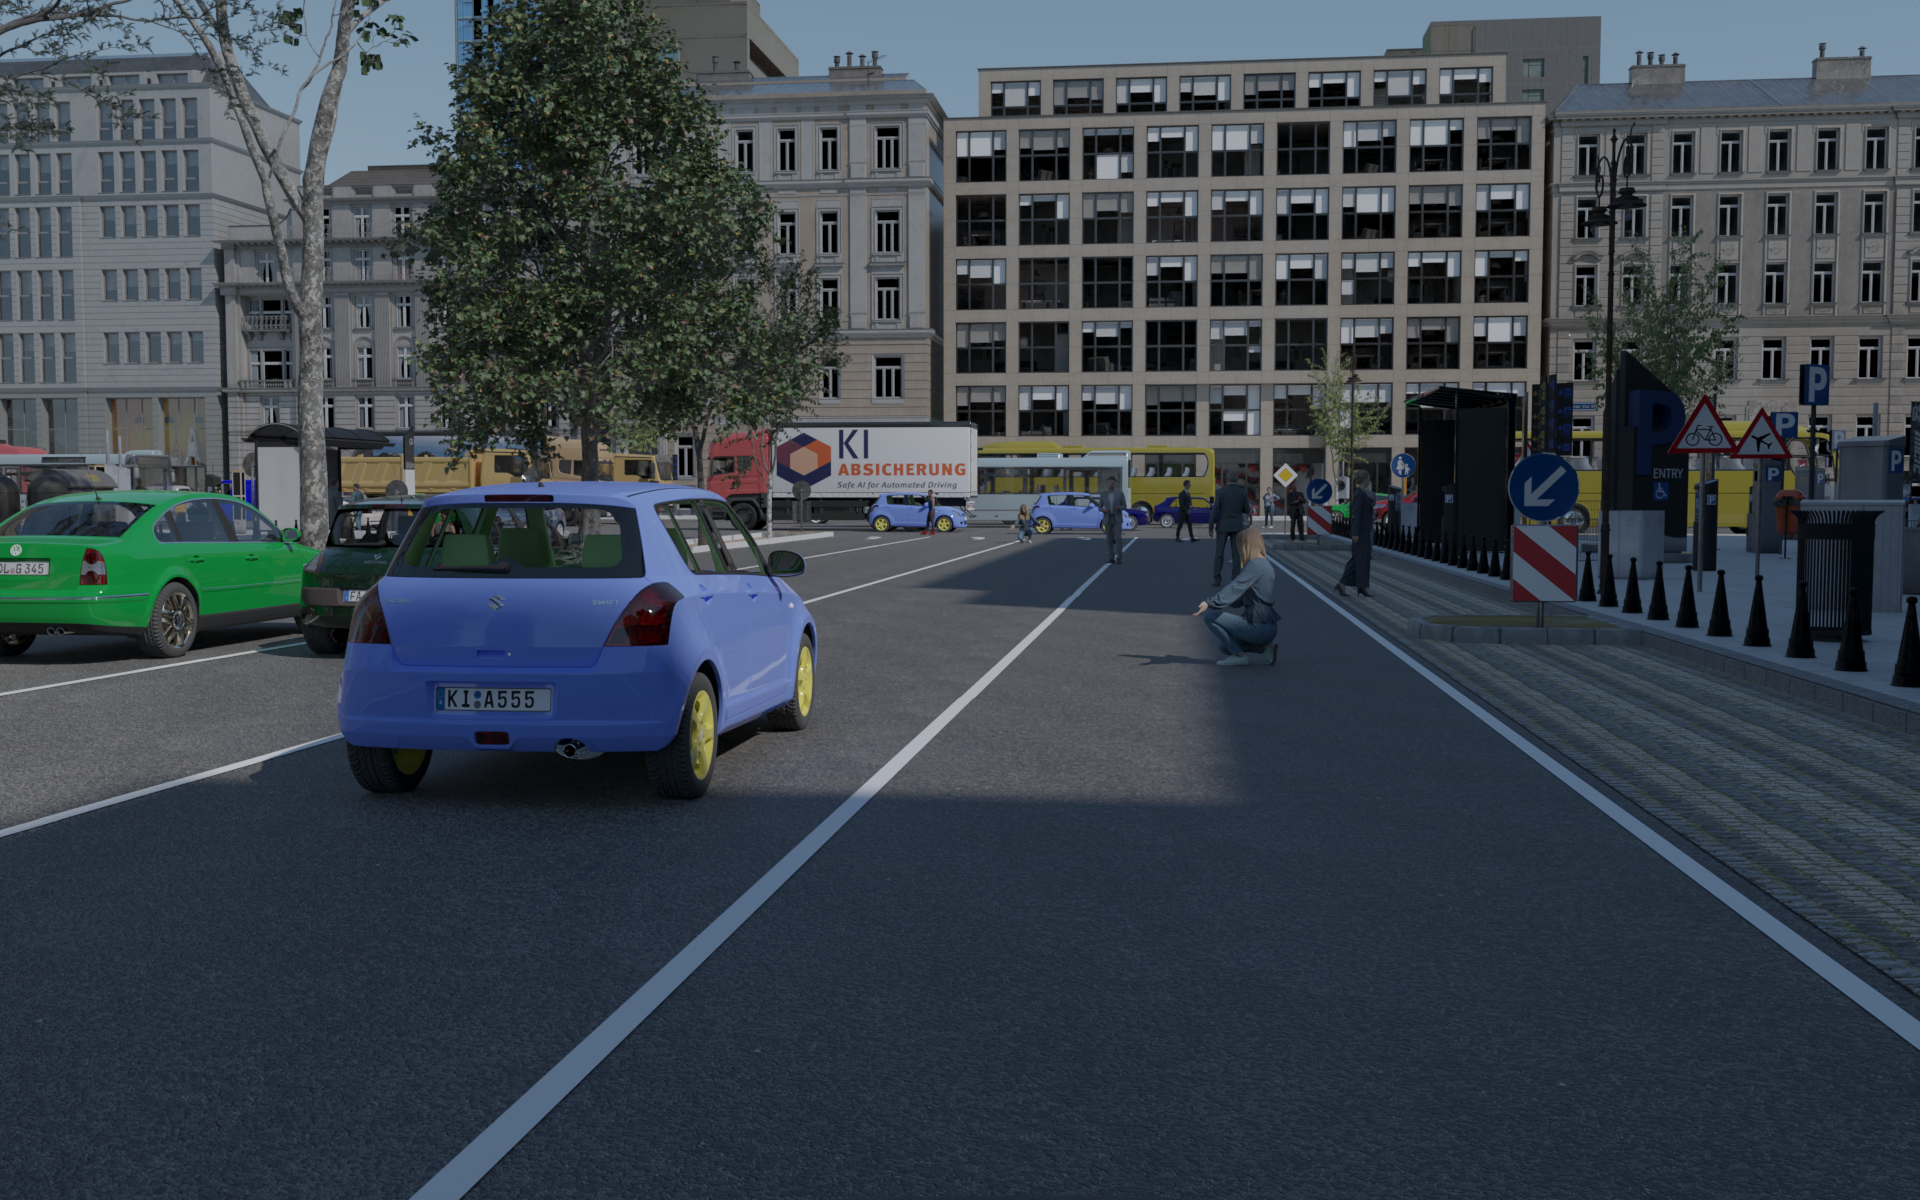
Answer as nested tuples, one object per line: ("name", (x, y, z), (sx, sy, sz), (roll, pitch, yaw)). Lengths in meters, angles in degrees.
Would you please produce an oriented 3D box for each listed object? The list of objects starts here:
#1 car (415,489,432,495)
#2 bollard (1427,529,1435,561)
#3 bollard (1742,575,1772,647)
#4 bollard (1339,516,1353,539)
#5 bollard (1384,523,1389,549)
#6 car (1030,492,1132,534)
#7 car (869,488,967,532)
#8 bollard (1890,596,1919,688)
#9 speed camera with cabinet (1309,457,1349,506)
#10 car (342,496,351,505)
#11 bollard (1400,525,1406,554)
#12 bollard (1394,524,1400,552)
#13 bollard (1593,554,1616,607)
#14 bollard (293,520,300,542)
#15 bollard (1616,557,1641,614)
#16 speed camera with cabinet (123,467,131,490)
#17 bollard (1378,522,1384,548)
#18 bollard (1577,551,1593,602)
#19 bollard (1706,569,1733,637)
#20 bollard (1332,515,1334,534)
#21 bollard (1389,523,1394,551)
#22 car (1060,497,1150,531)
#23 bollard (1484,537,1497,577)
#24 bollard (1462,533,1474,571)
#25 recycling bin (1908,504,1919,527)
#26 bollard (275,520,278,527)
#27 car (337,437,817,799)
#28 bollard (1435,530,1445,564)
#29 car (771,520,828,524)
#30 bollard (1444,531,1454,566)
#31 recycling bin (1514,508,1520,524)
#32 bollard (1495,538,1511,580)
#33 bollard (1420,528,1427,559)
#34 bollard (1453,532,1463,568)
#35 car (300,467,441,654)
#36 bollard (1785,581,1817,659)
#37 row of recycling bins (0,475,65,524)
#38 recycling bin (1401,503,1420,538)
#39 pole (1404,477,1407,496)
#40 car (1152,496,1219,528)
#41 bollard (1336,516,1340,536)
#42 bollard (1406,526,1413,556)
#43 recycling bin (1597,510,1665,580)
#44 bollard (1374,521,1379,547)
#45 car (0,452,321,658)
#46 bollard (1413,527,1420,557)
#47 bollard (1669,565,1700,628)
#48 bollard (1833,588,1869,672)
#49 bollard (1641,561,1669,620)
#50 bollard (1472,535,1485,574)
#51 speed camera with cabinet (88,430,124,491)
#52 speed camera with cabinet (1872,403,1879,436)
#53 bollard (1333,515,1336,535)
("car", (-22.181, -3.677, 68.916), (4.718, 1.807, 1.959), (0, 4, 8))
("bollard", (9.106, -1.040, 33.047), (0.229, 0.601, 0.229), (0, 3, 0))
("bollard", (6.736, 0.087, 14.618), (0.229, 0.601, 0.229), (0, 3, 0))
("bollard", (11.477, -2.168, 51.482), (0.229, 0.601, 0.229), (0, 3, 0))
("bollard", (10.027, -1.478, 40.213), (0.229, 0.601, 0.229), (0, 3, 0))
("car", (4.314, -3.216, 62.179), (3.694, 1.707, 1.945), (0, 4, 8))
("car", (-1.577, -3.424, 65.581), (3.694, 1.707, 1.945), (0, 4, 7))
("bollard", (6.342, 0.275, 11.553), (0.229, 0.601, 0.229), (0, 3, 0))
("speed camera with cabinet", (19.596, -5.972, 91.984), (2.038, 3.252, 0.660), (2, 4, 27))
("car", (-24.066, -3.226, 65.100), (4.827, 1.381, 2.083), (0, 4, 6))
("bollard", (9.633, -1.291, 37.148), (0.229, 0.601, 0.229), (0, 3, 0))
("bollard", (9.764, -1.353, 38.166), (0.229, 0.601, 0.229), (0, 3, 0))
("bollard", (7.392, -0.225, 19.720), (0.229, 0.601, 0.229), (0, 3, 0))
("bollard", (-17.752, -1.852, 46.321), (0.229, 0.601, 0.229), (0, 3, 0))
("bollard", (7.262, -0.162, 18.691), (0.229, 0.601, 0.229), (0, 3, 0))
("speed camera with cabinet", (-29.444, -3.974, 59.310), (2.038, 3.252, 0.660), (1, 4, 16))
("bollard", (10.159, -1.542, 41.251), (0.229, 0.601, 0.229), (0, 3, 0))
("bollard", (7.522, -0.288, 20.750), (0.229, 0.601, 0.229), (0, 3, 0))
("bollard", (6.866, 0.025, 15.636), (0.229, 0.601, 0.229), (0, 3, 0))
("bollard", (11.868, -2.355, 54.545), (0.229, 0.601, 0.229), (0, 3, 0))
("bollard", (9.894, -1.416, 39.188), (0.229, 0.601, 0.229), (0, 3, 0))
("car", (5.531, -3.411, 68.354), (3.894, 1.354, 1.945), (0, 4, 7))
("bollard", (8.316, -0.665, 26.907), (0.229, 0.601, 0.229), (0, 3, 0))
("bollard", (8.578, -0.789, 28.949), (0.229, 0.601, 0.229), (0, 3, 0))
("recycling bin", (23.861, -1.852, 42.834), (0.722, 1.027, 0.722), (2, 4, 28))
("bollard", (-17.886, -1.790, 45.301), (0.229, 0.601, 0.229), (0, 3, 0))
("car", (-1.882, 0.005, 9.516), (1.945, 1.707, 3.694), (0, 4, 6))
("bollard", (8.975, -0.977, 32.019), (0.229, 0.601, 0.229), (0, 3, 0))
("car", (-8.269, -4.598, 84.216), (4.494, 1.783, 2.155), (0, 4, 7))
("bollard", (8.841, -0.915, 31.001), (0.229, 0.601, 0.229), (0, 3, 0))
("recycling bin", (14.956, -2.134, 47.446), (0.722, 1.027, 0.722), (-1, 4, -19))
("bollard", (8.185, -0.602, 25.885), (0.229, 0.601, 0.229), (0, 3, 0))
("bollard", (9.234, -1.102, 34.065), (0.229, 0.601, 0.229), (0, 3, 0))
("bollard", (8.716, -0.853, 29.981), (0.229, 0.601, 0.229), (0, 3, 0))
("car", (-4.808, -0.431, 16.834), (2.009, 1.686, 4.222), (0, 4, 6))
("bollard", (6.608, 0.149, 13.598), (0.229, 0.601, 0.229), (0, 3, 0))
("row of recycling bins", (-21.283, -1.867, 37.634), (3.534, 1.692, 1.069), (-1, 4, -11))
("recycling bin", (13.085, -2.342, 50.842), (0.722, 1.027, 0.722), (1, 4, 22))
("pole", (24.513, -6.216, 95.475), (0.158, 3.312, 0.155), (0, 3, 0))
("car", (10.073, -3.706, 73.172), (3.894, 1.354, 1.945), (0, 4, 8))
("bollard", (11.608, -2.230, 52.500), (0.229, 0.601, 0.229), (0, 3, 0))
("bollard", (9.503, -1.229, 36.129), (0.229, 0.601, 0.229), (0, 3, 0))
("recycling bin", (10.185, -0.840, 26.290), (0.722, 1.027, 0.722), (-3, 5, -41))
("bollard", (10.291, -1.604, 42.269), (0.229, 0.601, 0.229), (0, 3, 0))
("car", (-7.549, -0.475, 16.563), (1.959, 1.807, 4.718), (0, 4, 7))
("bollard", (9.371, -1.166, 35.099), (0.229, 0.601, 0.229), (0, 3, 0))
("bollard", (7.000, -0.037, 16.654), (0.229, 0.601, 0.229), (0, 3, 0))
("bollard", (6.477, 0.212, 12.574), (0.229, 0.601, 0.229), (0, 3, 0))
("bollard", (7.131, -0.100, 17.673), (0.229, 0.601, 0.229), (0, 3, 0))
("bollard", (8.445, -0.727, 27.926), (0.229, 0.601, 0.229), (0, 3, 0))
("speed camera with cabinet", (-27.100, -3.638, 53.813), (2.038, 3.252, 0.660), (2, 4, 25))
("speed camera with cabinet", (20.196, -2.685, 38.233), (0.660, 3.252, 2.038), (3, 5, 45))
("bollard", (11.739, -2.292, 53.518), (0.229, 0.601, 0.229), (0, 3, 0))
